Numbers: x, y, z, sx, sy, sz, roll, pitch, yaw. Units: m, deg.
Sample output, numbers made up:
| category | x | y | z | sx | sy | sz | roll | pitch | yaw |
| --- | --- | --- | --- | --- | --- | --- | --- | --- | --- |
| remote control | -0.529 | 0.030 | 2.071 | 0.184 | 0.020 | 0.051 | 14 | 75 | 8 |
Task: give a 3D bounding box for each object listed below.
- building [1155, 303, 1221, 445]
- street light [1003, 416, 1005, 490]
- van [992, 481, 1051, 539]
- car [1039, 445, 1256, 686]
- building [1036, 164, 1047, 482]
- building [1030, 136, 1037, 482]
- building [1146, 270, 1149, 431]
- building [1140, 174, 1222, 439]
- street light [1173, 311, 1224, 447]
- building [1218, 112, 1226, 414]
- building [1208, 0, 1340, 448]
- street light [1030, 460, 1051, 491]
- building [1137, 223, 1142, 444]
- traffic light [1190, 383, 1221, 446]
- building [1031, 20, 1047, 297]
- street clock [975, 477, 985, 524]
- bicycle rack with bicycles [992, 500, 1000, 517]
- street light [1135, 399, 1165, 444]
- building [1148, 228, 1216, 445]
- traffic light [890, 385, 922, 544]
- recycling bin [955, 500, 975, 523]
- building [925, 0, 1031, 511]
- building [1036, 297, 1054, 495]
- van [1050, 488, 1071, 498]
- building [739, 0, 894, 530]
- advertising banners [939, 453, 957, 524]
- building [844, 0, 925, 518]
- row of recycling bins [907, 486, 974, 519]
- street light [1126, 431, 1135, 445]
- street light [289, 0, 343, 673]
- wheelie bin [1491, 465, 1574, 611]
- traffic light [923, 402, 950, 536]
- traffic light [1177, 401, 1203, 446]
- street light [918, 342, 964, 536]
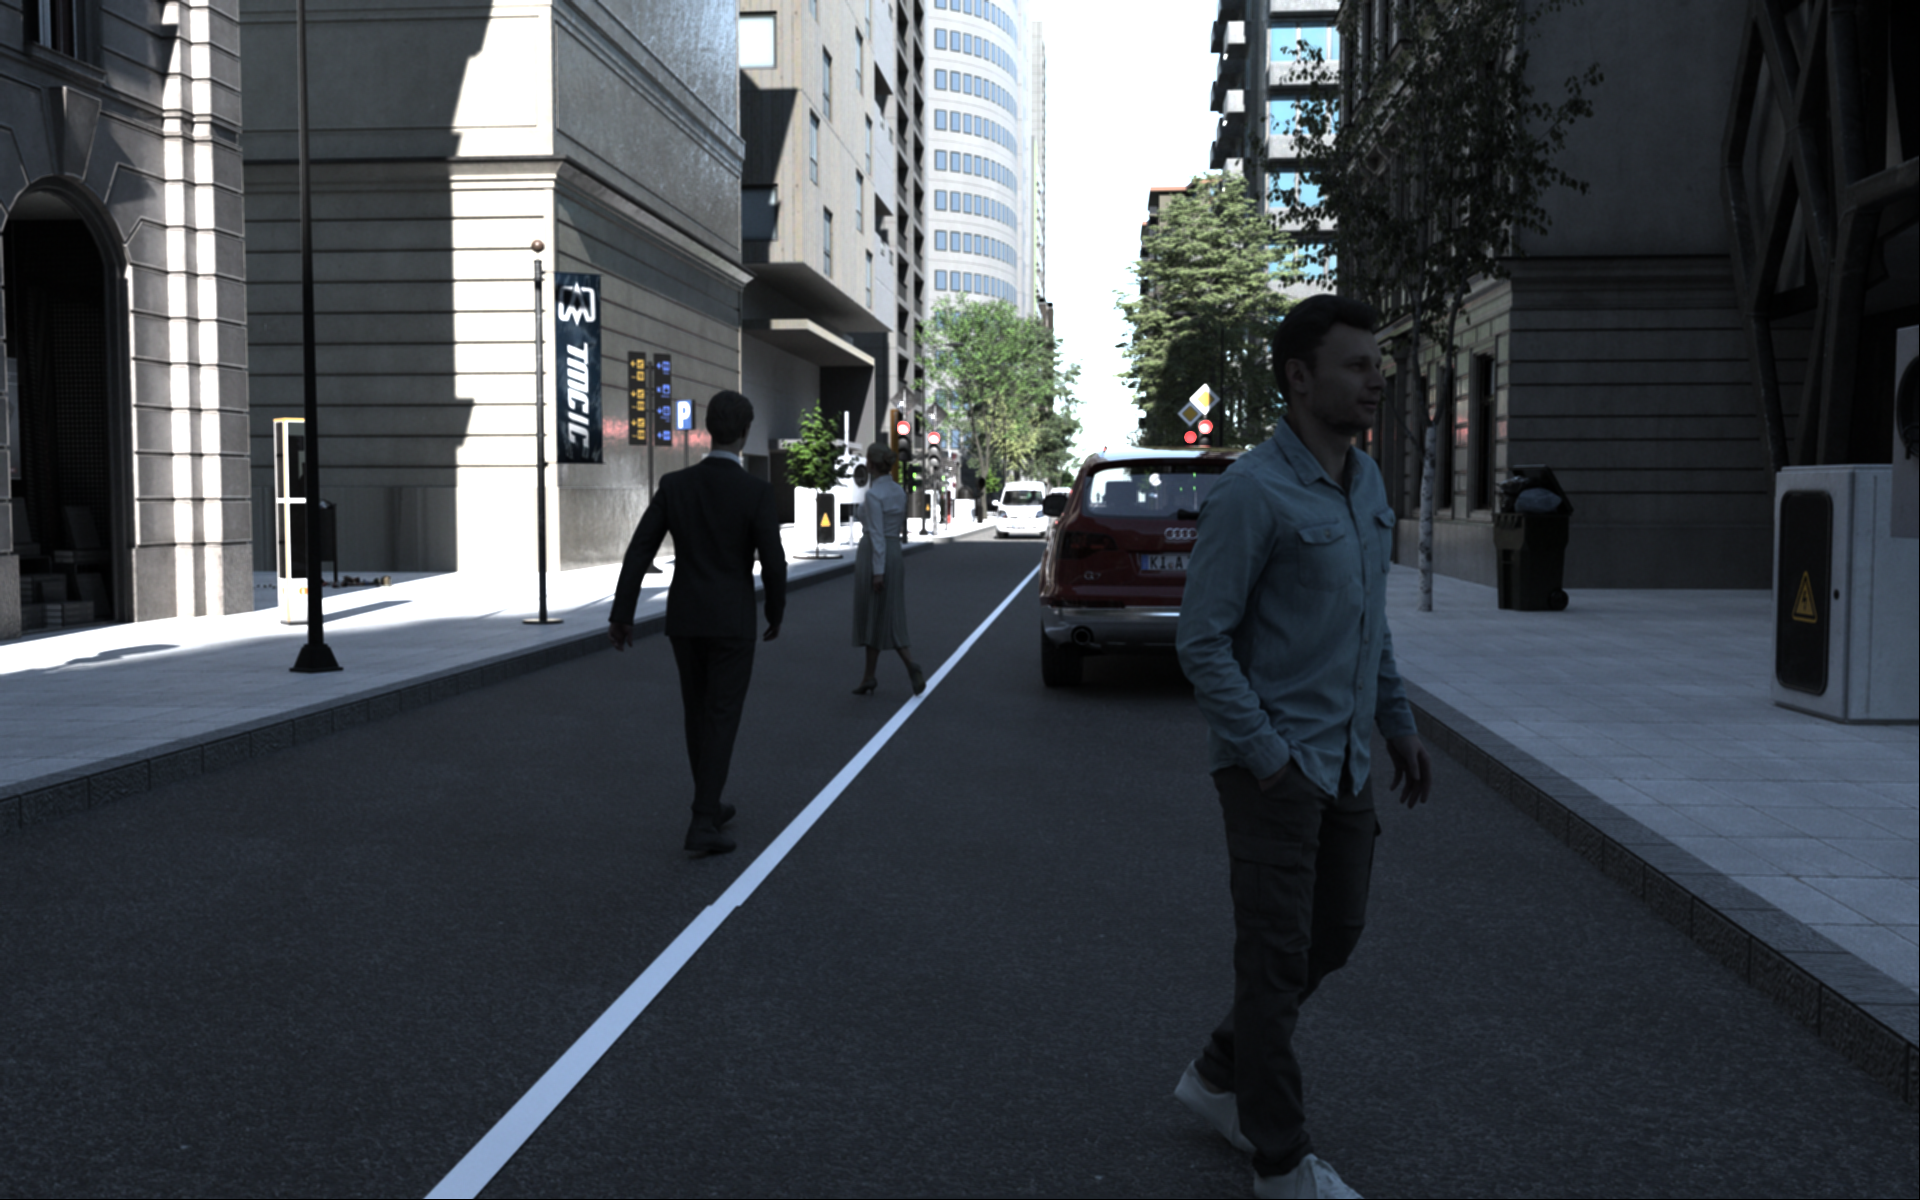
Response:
| category | x | y | z | sx | sy | sz | roll | pitch | yaw |
| --- | --- | --- | --- | --- | --- | --- | --- | --- | --- |
| building | 33.537 | -19.918 | 170.703 | 27.650 | 21.520 | 28.899 | 0 | 4 | 5 |
| street light | 2.989 | -7.537 | 95.778 | 1.470 | 5.913 | 1.316 | 0 | 4 | 5 |
| van | 2.085 | -3.018 | 56.348 | 2.013 | 2.044 | 4.112 | 0 | 4 | 5 |
| car | 1.781 | -0.348 | 14.363 | 2.281 | 1.827 | 5.304 | 0 | 4 | 6 |
| building | -0.593 | -37.265 | 228.885 | 23.786 | 49.044 | 30.456 | 0 | 4 | 5 |
| building | 1.186 | -31.130 | 192.562 | 14.154 | 41.232 | 14.086 | 0 | 4 | 5 |
| building | 30.709 | -27.408 | 219.814 | 14.160 | 30.474 | 14.107 | 0 | 4 | 5 |
| building | 36.982 | -35.849 | 240.759 | 22.147 | 44.769 | 28.867 | 0 | 4 | 5 |
| street light | 6.122 | -4.381 | 44.169 | 1.470 | 5.913 | 1.316 | 0 | 4 | 5 |
| building | 34.286 | -27.558 | 142.450 | 32.217 | 40.220 | 23.993 | 0 | 4 | 5 |
| building | 25.535 | -29.156 | 96.311 | 23.786 | 49.044 | 30.456 | 0 | 4 | 5 |
| street light | 5.816 | -9.583 | 129.221 | 1.470 | 5.913 | 1.316 | 0 | 4 | 5 |
| building | 38.962 | -37.645 | 270.111 | 22.147 | 44.769 | 28.867 | 0 | 4 | 5 |
| traffic light | 6.220 | -3.379 | 44.174 | 0.839 | 4.253 | 0.868 | 0 | 4 | 5 |
| building | 5.135 | -50.755 | 268.098 | 20.563 | 71.187 | 20.611 | 0 | 4 | 5 |
| street clock | 0.877 | -4.339 | 75.508 | 0.358 | 2.002 | 0.471 | 3 | 5 | 41 |
| bicycle rack with bicycles | 1.502 | -5.237 | 99.002 | 2.852 | 0.926 | 2.925 | 1 | 4 | 15 |
| street light | 9.440 | -6.852 | 84.577 | 1.470 | 5.913 | 1.316 | 0 | 4 | 5 |
| building | 28.525 | -25.730 | 192.393 | 14.160 | 30.474 | 14.107 | 0 | 4 | 5 |
| traffic light | -1.415 | -3.418 | 44.803 | 0.839 | 4.253 | 0.868 | 0 | 4 | 5 |
| recycling bin | 0.223 | -4.011 | 78.141 | 0.722 | 1.027 | 0.722 | 1 | 4 | 23 |
| building | -4.140 | -38.458 | 170.791 | 21.231 | 58.520 | 28.212 | 0 | 4 | 5 |
| building | 6.405 | -29.326 | 251.180 | 14.160 | 30.474 | 14.107 | 0 | 4 | 5 |
| van | 6.397 | -6.294 | 109.918 | 2.013 | 2.044 | 4.112 | 0 | 4 | 5 |
| building | -17.258 | -29.291 | 68.148 | 28.713 | 52.752 | 27.495 | 0 | 4 | 5 |
| advertising banners | -0.502 | -4.754 | 73.911 | 0.090 | 3.025 | 2.074 | 1 | 4 | 21 |
| building | -10.513 | -40.611 | 102.241 | 20.563 | 71.187 | 20.611 | 0 | 4 | 5 |
| row of recycling bins | -1.033 | -5.152 | 91.354 | 3.534 | 1.692 | 1.069 | 0 | 4 | -6 |
| street light | 13.139 | -9.448 | 127.018 | 1.470 | 5.913 | 1.316 | 0 | 4 | 5 |
| street light | -4.137 | -2.435 | 12.348 | 1.470 | 5.913 | 1.316 | 0 | 4 | 5 |
| wheelie bin | 6.316 | -0.688 | 19.152 | 0.693 | 1.594 | 0.980 | -1 | 4 | -17 |
| traffic light | -0.740 | -3.905 | 52.760 | 0.839 | 4.253 | 0.868 | 0 | 4 | 5 |
| traffic light | 6.895 | -3.866 | 52.130 | 0.839 | 4.253 | 0.868 | 0 | 4 | 5 |
| street light | -0.581 | -4.935 | 53.229 | 1.470 | 5.913 | 1.316 | 0 | 4 | 5 |
